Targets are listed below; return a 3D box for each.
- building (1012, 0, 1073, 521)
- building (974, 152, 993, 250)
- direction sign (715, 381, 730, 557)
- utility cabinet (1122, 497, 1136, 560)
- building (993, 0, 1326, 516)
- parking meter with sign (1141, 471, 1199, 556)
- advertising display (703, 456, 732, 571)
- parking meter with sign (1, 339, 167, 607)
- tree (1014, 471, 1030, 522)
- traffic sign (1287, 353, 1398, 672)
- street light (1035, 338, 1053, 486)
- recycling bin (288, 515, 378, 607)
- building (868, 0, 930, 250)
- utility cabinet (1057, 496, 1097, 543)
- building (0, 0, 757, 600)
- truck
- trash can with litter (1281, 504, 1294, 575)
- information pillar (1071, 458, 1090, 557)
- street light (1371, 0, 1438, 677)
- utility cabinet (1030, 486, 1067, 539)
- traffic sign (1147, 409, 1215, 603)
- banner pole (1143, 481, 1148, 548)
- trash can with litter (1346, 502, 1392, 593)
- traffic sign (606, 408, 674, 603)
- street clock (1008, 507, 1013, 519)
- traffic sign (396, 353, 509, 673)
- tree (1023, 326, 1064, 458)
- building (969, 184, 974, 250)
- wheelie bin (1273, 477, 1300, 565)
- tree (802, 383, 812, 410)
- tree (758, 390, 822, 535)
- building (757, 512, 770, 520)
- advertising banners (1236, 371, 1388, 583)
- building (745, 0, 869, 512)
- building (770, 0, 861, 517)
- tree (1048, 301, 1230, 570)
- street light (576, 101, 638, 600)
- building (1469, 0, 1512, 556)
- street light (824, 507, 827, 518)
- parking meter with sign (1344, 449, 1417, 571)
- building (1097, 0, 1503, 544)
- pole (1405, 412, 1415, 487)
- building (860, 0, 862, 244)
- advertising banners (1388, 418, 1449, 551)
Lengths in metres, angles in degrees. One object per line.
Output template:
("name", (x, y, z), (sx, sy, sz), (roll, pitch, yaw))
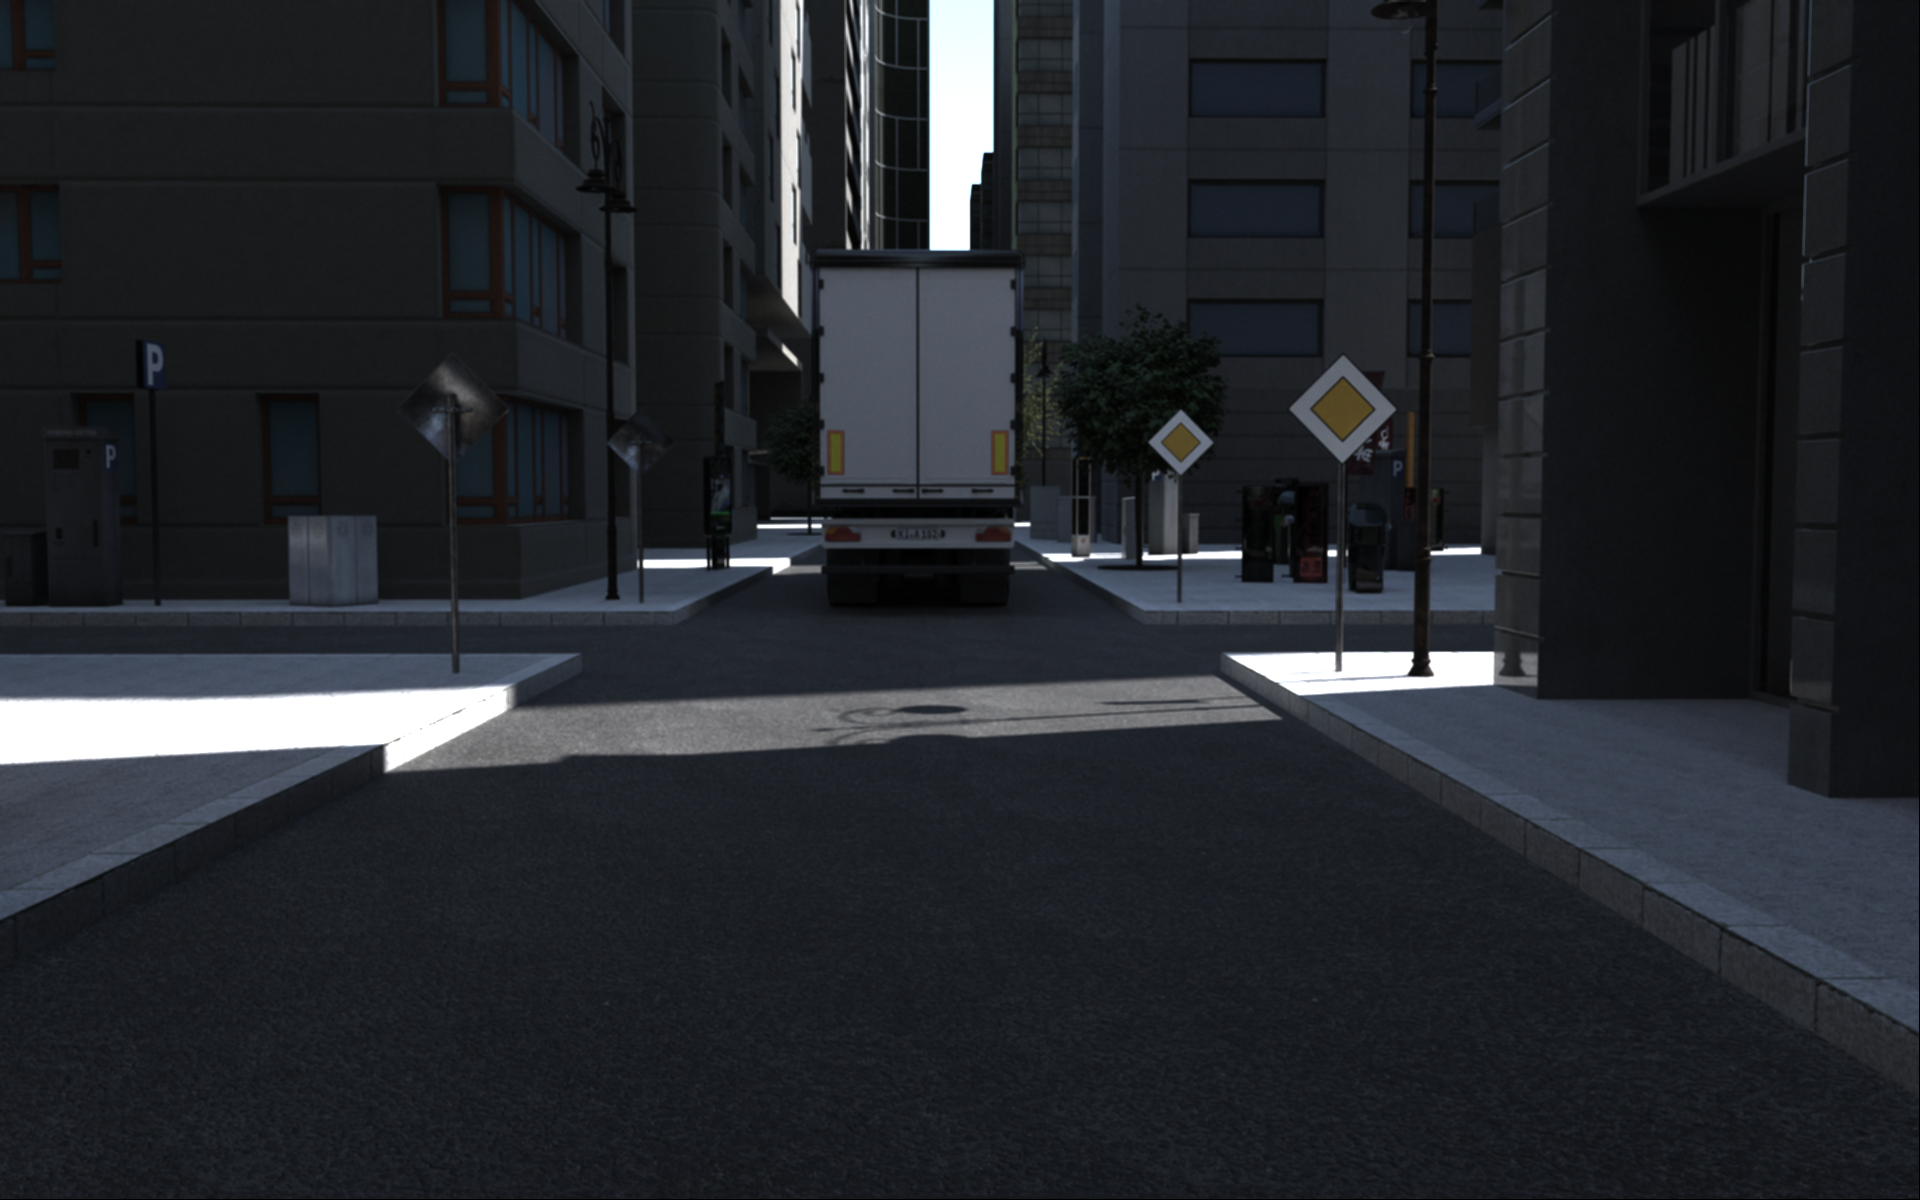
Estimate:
("building", (9.575, -24.747, 88.206), (14.154, 41.232, 14.086), (0, 4, -1))
("building", (8.724, -23.092, 149.261), (14.160, 30.474, 14.107), (0, 4, -1))
("direction sign", (-4.865, -2.637, 35.107), (0.379, 3.537, 0.876), (-1, 4, -18))
("utility cabinet", (3.378, -1.416, 34.307), (0.306, 1.237, 1.020), (0, 4, 1))
("building", (12.918, -35.801, 127.353), (21.231, 58.520, 28.212), (0, 4, -1))
("parking meter with sign", (4.368, -2.466, 36.587), (1.738, 3.016, 0.543), (-3, 5, -45))
("advertising display", (-4.111, -1.481, 29.421), (0.123, 1.923, 0.974), (1, 4, 14))
("parking meter with sign", (-10.048, -1.441, 19.828), (1.738, 3.016, 0.543), (0, 4, 0))
("tree", (2.283, -5.132, 78.506), (1.663, 3.219, 1.824), (0, 3, 0))
("traffic sign", (2.732, -0.538, 12.446), (0.795, 2.450, 0.064), (0, 4, -1))
("street light", (2.493, -4.813, 51.478), (0.468, 5.910, 1.993), (0, 4, -1))
("recycling bin", (-7.272, -0.461, 20.098), (0.722, 1.027, 0.722), (2, 4, 27))
("building", (-13.547, -45.887, 188.496), (20.611, 71.187, 20.563), (0, 4, -1))
("utility cabinet", (3.097, -2.118, 45.793), (1.020, 1.237, 0.306), (1, 4, 15))
("building", (-19.417, -11.594, 34.594), (27.650, 21.520, 28.899), (0, 4, -1))
("truck", (-0.604, -2.237, 25.494), (2.839, 4.237, 11.283), (0, 4, -1))
("trash can with litter", (5.282, -0.944, 26.818), (0.624, 1.170, 1.055), (1, 4, 10))
("information pillar", (2.459, -1.879, 35.209), (0.304, 2.012, 0.304), (-1, 4, -16))
("street light", (3.256, -2.402, 12.054), (0.468, 5.910, 1.993), (0, 4, -1))
("utility cabinet", (2.511, -2.462, 48.939), (0.318, 1.500, 1.173), (-3, 5, -43))
("traffic sign", (2.594, -1.027, 20.430), (0.795, 2.450, 0.064), (0, 4, -1))
("banner pole", (4.549, -3.168, 41.811), (0.401, 3.779, 0.863), (3, 5, 43))
("trash can with litter", (5.417, -0.697, 22.782), (0.624, 1.170, 1.055), (0, 4, 7))
("traffic sign", (-3.749, -1.021, 20.341), (0.795, 2.450, 0.064), (0, 4, -1))
("street clock", (1.850, -3.613, 63.645), (0.471, 2.002, 0.358), (-1, 4, -13))
("traffic sign", (-3.612, -0.533, 12.358), (0.795, 2.450, 0.064), (0, 4, -1))
("tree", (2.415, -7.595, 74.539), (4.737, 8.622, 4.395), (0, 3, 0))
("building", (7.856, -23.973, 163.665), (14.160, 30.474, 14.107), (0, 4, -1))
("wheelie bin", (5.966, -1.451, 31.639), (0.693, 1.594, 0.980), (-2, 4, -28))
("tree", (-6.203, -8.492, 89.203), (4.360, 8.622, 3.978), (0, 3, 0))
("tree", (-4.680, -4.345, 54.749), (4.285, 4.588, 4.351), (0, 3, 0))
("building", (-20.166, -29.390, 69.762), (28.713, 52.752, 27.495), (0, 4, -1))
("advertising banners", (5.030, -1.758, 24.923), (2.074, 3.025, 0.090), (1, 4, 12))
("building", (-21.589, -34.635, 155.519), (27.495, 52.752, 28.713), (0, 4, -1))
("building", (-17.126, -29.466, 105.479), (21.300, 48.544, 21.600), (0, 4, -1))
("tree", (3.137, -2.815, 29.733), (4.285, 4.588, 4.351), (0, 3, 0))
("street light", (-4.232, -2.944, 20.923), (0.468, 5.910, 1.993), (0, 4, -1))
("building", (17.977, -23.157, 28.734), (14.200, 45.320, 14.600), (0, 4, -1))
("street light", (-4.939, -5.546, 63.473), (0.468, 5.910, 1.993), (0, 4, -1))
("parking meter with sign", (7.164, -2.027, 29.404), (0.543, 3.016, 1.738), (-2, 4, -34))
("building", (14.256, -31.475, 56.619), (21.231, 58.520, 28.212), (0, 4, -1))
("pole", (11.177, -3.012, 43.088), (0.158, 3.312, 0.155), (0, 3, 0))
("building", (-14.325, -26.921, 123.756), (14.154, 41.232, 14.086), (0, 4, -1))
("advertising banners", (10.277, -2.653, 39.565), (0.090, 3.025, 2.074), (-3, 4, -37))
